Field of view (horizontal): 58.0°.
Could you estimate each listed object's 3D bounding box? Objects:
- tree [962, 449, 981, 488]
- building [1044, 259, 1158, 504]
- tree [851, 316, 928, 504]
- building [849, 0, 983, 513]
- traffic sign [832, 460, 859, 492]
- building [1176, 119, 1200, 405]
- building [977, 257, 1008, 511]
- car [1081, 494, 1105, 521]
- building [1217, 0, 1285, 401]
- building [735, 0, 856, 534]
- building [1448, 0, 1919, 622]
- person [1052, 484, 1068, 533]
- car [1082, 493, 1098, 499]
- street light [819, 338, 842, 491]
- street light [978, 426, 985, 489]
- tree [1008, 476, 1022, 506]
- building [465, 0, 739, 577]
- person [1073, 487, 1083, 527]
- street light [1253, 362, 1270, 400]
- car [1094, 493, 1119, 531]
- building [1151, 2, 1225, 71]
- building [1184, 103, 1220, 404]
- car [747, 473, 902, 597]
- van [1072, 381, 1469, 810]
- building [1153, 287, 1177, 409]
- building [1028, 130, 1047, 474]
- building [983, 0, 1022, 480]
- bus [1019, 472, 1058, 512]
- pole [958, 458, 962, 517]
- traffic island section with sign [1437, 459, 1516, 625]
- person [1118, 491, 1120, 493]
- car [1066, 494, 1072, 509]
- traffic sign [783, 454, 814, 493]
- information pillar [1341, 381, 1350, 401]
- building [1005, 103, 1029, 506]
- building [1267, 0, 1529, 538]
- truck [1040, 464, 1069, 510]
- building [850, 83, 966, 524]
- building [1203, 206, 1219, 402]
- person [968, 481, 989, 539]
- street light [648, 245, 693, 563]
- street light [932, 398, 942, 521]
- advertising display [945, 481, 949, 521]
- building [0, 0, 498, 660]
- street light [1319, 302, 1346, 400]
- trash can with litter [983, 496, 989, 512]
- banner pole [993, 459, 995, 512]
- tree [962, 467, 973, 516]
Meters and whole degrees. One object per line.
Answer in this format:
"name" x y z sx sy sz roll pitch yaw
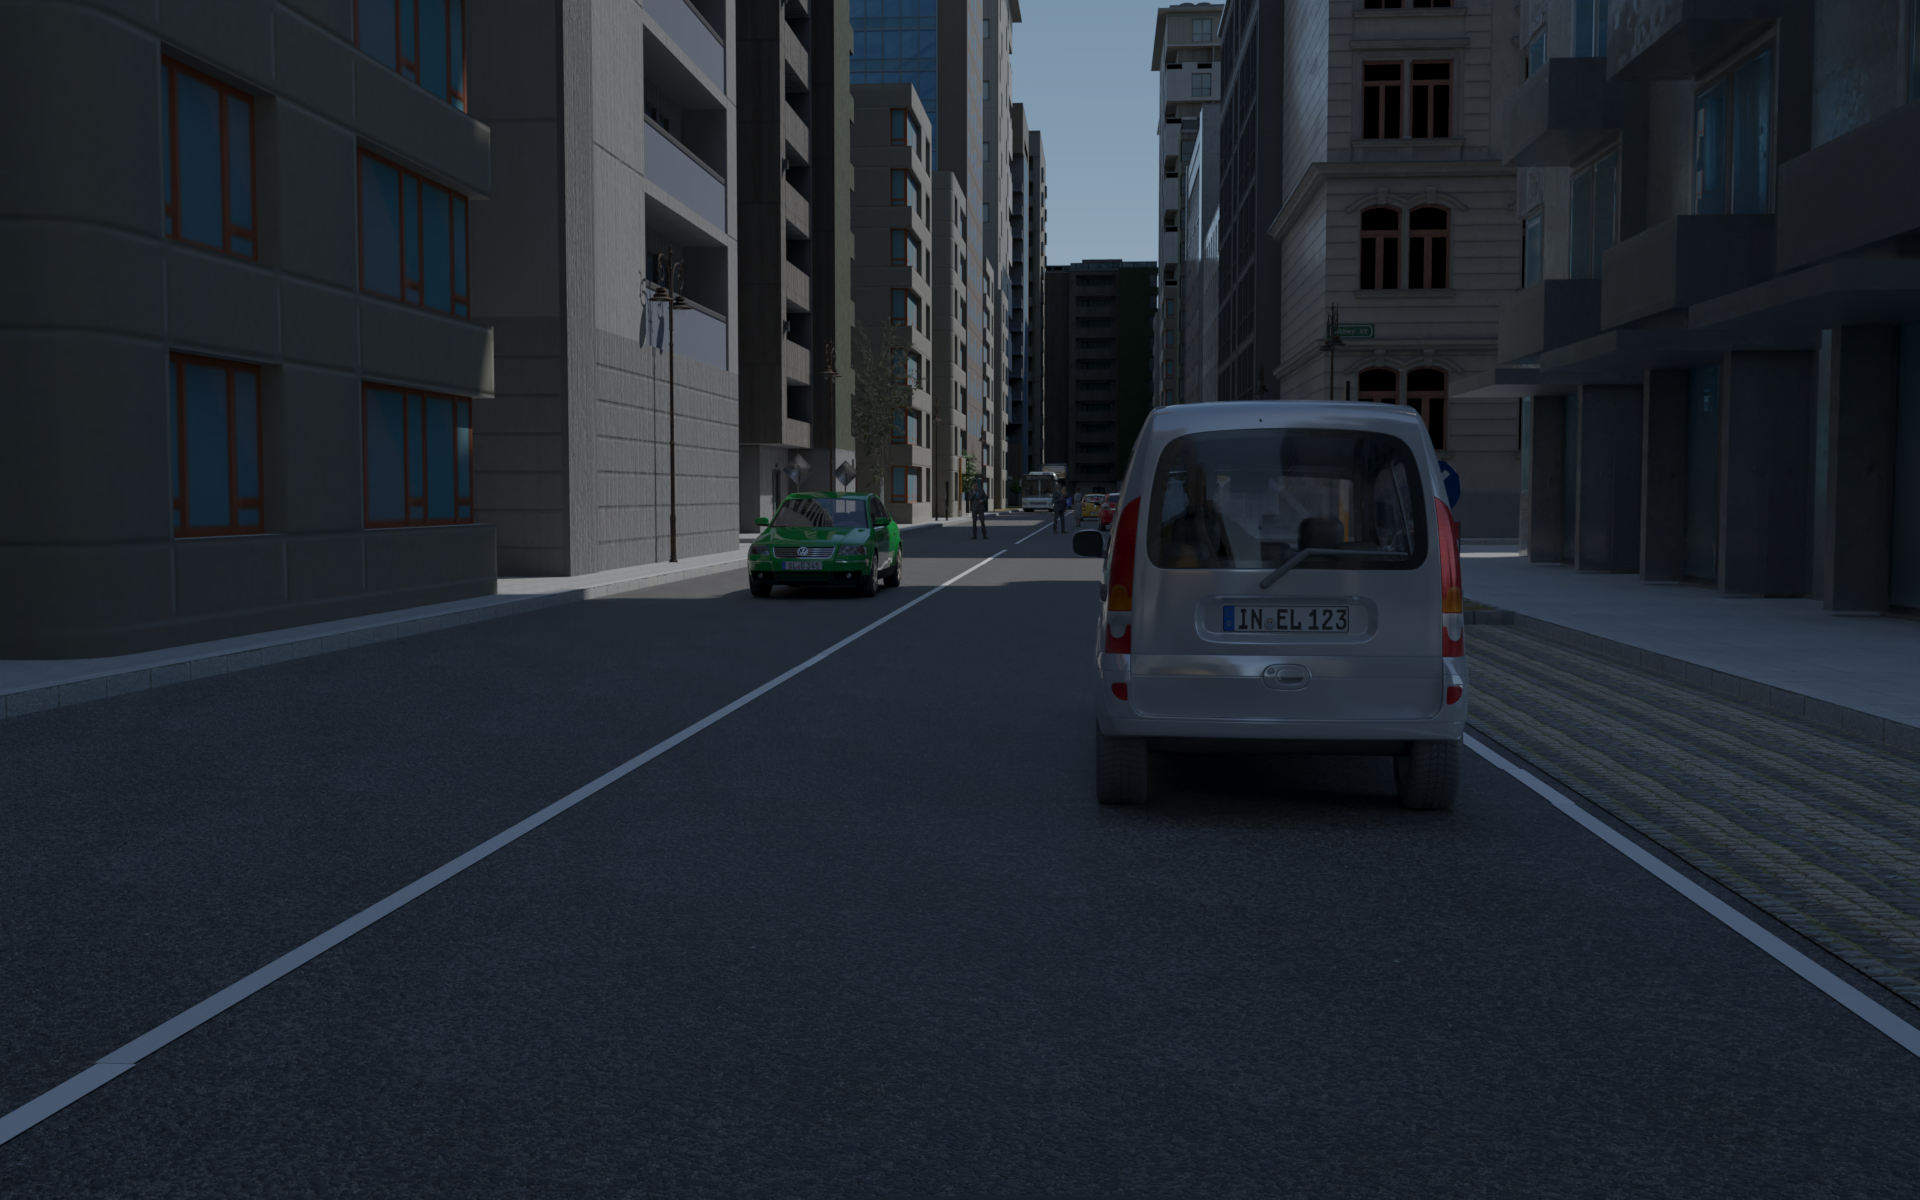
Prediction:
"tree" -0.276 -7.591 107.820 4.285 4.588 4.351 0 3 0
"building" 17.509 -27.173 215.987 14.107 30.474 14.160 0 4 5
"tree" -3.442 -7.383 71.070 4.360 8.622 3.978 0 3 0
"building" -5.849 -28.541 116.757 14.600 45.320 14.200 0 4 5
"traffic sign" -3.391 -2.916 51.314 0.795 2.450 0.064 0 4 5
"building" 24.070 -22.301 136.326 14.160 30.474 14.107 0 4 5
"building" -10.671 -18.162 141.989 27.650 21.520 28.899 0 4 5
"car" 7.247 -5.058 92.917 2.015 1.641 3.980 0 4 4
"building" 18.979 -17.211 74.902 14.314 27.812 24.014 0 4 5
"building" -11.528 -17.543 58.535 14.160 30.474 14.107 0 4 5
"building" 20.011 -24.540 20.833 23.786 49.044 30.456 0 4 5
"person" 3.690 -3.357 63.558 0.590 1.801 0.661 3 5 45
"car" 11.139 -8.236 143.699 2.155 1.783 4.494 0 4 4
"street light" -3.836 -4.816 51.522 0.468 5.910 1.993 0 4 5
"street light" 1.460 -8.731 115.542 0.468 5.910 1.993 0 4 5
"tree" 6.296 -11.799 187.517 1.663 3.219 1.824 0 3 0
"building" -19.379 -30.130 34.622 28.212 58.520 21.231 0 4 5
"person" 5.057 -4.042 75.157 0.524 1.755 0.480 3 5 44
"street light" 10.528 -5.375 60.672 0.468 5.910 1.993 0 4 5
"car" 6.377 -3.629 68.375 2.155 1.783 4.494 0 4 3
"building" 35.069 -36.444 185.096 28.713 52.752 27.495 0 4 5
"building" 21.402 -18.138 114.576 12.078 24.808 19.932 0 4 5
"car" -1.923 -1.022 25.500 1.959 1.807 4.718 0 4 5
"van" 1.583 -0.140 9.294 2.013 2.044 4.112 0 4 6
"building" 31.883 -19.130 157.820 27.650 21.520 28.899 0 4 5
"building" 0.072 -36.546 221.229 21.600 48.544 21.300 0 4 5
"building" -8.858 -35.467 169.126 28.713 52.752 27.495 0 4 5
"bus" 6.499 -8.878 140.021 2.948 3.499 13.247 0 4 4
"pole" 0.005 -6.305 96.937 0.158 3.312 0.155 0 3 0
"traffic island section with sign" 5.135 -0.685 19.836 1.989 1.847 2.006 0 4 5
"person" 14.485 -9.034 156.940 1.217 1.736 0.721 -2 4 -32
"car" 10.218 -9.963 172.490 1.945 1.707 3.694 0 4 6
"traffic sign" -4.045 -2.429 43.355 0.795 2.450 0.064 0 4 5
"information pillar" 7.998 -2.732 36.022 0.183 3.616 0.504 0 4 -1
"building" 0.303 -33.347 195.337 14.200 45.320 14.600 0 4 5
"building" 22.092 -16.371 55.064 23.554 28.519 14.401 0 4 5
"truck" 8.796 -10.589 162.050 2.839 4.237 11.283 0 4 4
"building" -14.626 -14.897 88.608 27.650 21.520 28.899 0 4 5
"building" 19.222 -14.766 96.176 10.420 20.320 16.860 0 4 5
"person" 0.596 -2.868 55.199 0.655 1.846 0.447 0 4 3
"street light" -5.384 -3.644 32.364 0.468 5.910 1.993 0 4 5
"street light" -1.132 -6.758 83.278 0.468 5.910 1.993 0 4 5
"advertising display" -0.640 -4.788 83.490 0.123 1.923 0.974 0 4 -4
"building" -20.895 -9.987 8.331 27.650 21.520 28.899 0 4 5
"street light" 8.977 -4.225 41.867 0.468 5.910 1.993 0 4 5
"trash can with litter" 1.777 -6.962 125.212 0.624 1.170 1.055 0 4 6
"banner pole" 2.416 -8.096 122.389 0.401 3.779 0.863 0 4 -1
"tree" -0.053 -6.677 103.765 1.663 3.219 1.824 0 3 0
